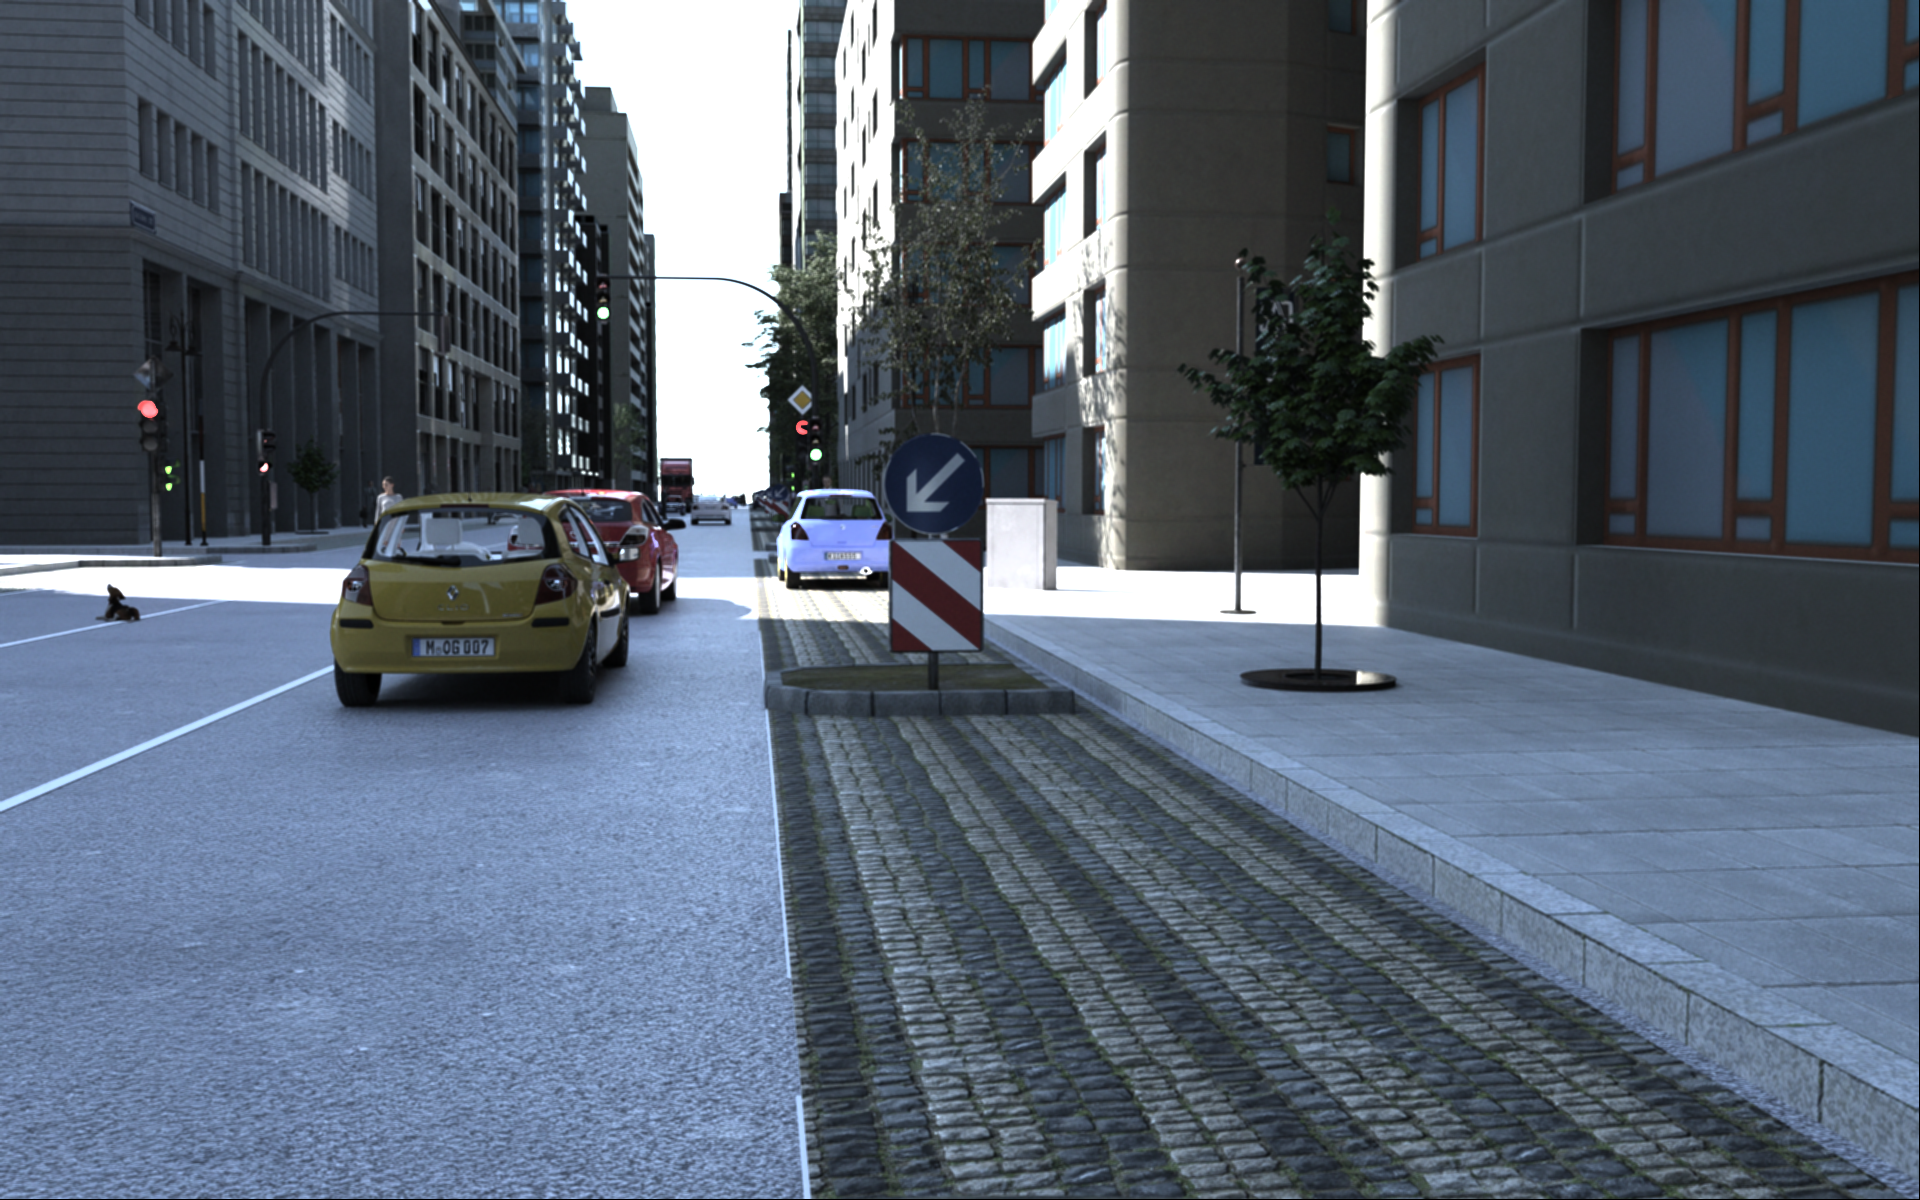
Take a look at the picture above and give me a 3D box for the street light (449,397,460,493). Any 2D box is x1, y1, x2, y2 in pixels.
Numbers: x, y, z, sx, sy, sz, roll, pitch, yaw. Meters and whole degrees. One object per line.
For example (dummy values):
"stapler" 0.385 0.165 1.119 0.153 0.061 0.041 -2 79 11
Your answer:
"street light" -24.196 -6.722 82.697 0.468 5.910 1.993 0 4 -7

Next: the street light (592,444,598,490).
"street light" -33.412 -11.362 158.555 0.468 5.910 1.993 0 4 -7

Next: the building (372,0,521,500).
"building" -34.619 -17.371 88.525 19.350 26.468 34.151 0 4 -7

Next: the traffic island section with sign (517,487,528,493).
"traffic island section with sign" -23.330 -5.133 92.559 1.989 1.847 2.006 0 4 -7

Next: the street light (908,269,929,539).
"street light" -0.950 -3.835 35.491 0.468 5.910 1.993 0 4 -7

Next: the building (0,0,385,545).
"building" -27.800 -17.073 56.641 11.434 29.767 29.804 0 4 -7

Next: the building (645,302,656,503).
"building" -51.555 -29.240 249.772 14.160 30.474 14.107 0 4 -7

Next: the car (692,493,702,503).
"car" -24.237 -9.089 158.393 2.009 1.686 4.222 0 4 -7

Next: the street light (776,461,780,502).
"street light" -20.496 -13.593 195.039 0.468 5.910 1.993 0 4 -7

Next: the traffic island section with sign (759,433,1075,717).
"traffic island section with sign" -0.363 -0.208 12.033 1.989 1.847 2.006 0 4 -7

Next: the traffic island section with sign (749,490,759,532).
"traffic island section with sign" -7.051 -3.549 66.652 1.989 1.847 2.006 0 4 -7

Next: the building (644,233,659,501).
"building" -53.509 -35.461 263.380 14.154 41.232 14.086 0 4 -7

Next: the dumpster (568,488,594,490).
"dumpster" -26.680 -6.957 121.969 1.865 1.857 1.264 -1 4 -8

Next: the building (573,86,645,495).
"building" -50.041 -35.800 209.033 21.300 48.544 21.600 0 4 -7

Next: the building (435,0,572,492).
"building" -45.706 -26.622 127.144 32.217 40.220 23.993 0 4 -7

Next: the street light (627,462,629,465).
"street light" -38.714 -14.005 201.767 0.468 5.910 1.993 0 4 -7

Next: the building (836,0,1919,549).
"building" 11.060 -13.005 57.668 28.899 21.520 27.650 0 4 -7

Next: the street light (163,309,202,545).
"street light" -19.393 -4.316 43.352 0.468 5.910 1.993 0 4 -7

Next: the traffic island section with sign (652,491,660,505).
"traffic island section with sign" -39.460 -13.183 224.164 1.989 1.847 2.006 0 4 -7

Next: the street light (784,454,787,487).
"street light" -15.703 -11.223 156.286 0.468 5.910 1.993 0 4 -7

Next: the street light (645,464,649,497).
"street light" -43.472 -16.388 240.724 0.468 5.910 1.993 0 4 -7

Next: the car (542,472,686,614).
"car" -4.611 -0.796 22.056 2.155 1.783 4.494 0 4 -5

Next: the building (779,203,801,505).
"building" -11.038 -24.643 174.621 14.160 30.474 14.107 0 4 -7

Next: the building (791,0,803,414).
"building" -1.142 -34.556 154.232 28.713 52.752 27.495 0 4 -7

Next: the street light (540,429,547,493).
"street light" -28.649 -8.970 119.447 0.468 5.910 1.993 0 4 -7

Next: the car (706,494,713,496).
"car" -35.358 -14.314 245.825 2.131 1.459 4.920 0 4 -8

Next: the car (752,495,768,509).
"car" -18.515 -9.140 162.013 1.945 1.354 3.894 0 4 -8

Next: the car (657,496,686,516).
"car" -19.210 -6.294 115.492 1.945 1.354 3.894 0 4 -7

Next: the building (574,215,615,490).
"building" -43.167 -24.822 177.533 14.160 30.474 14.107 0 4 -7

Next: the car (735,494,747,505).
"car" -28.747 -13.216 225.863 2.009 1.686 4.222 0 4 -5

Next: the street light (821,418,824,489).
"street light" -6.332 -6.533 79.608 0.468 5.910 1.993 0 4 -7

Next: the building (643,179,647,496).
"building" -53.346 -37.125 230.692 21.300 48.544 21.600 0 4 -7

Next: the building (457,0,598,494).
"building" -45.342 -32.703 154.295 23.786 49.044 30.456 0 4 -7

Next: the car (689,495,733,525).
"car" -11.819 -4.279 82.319 2.083 1.381 4.827 0 4 -7

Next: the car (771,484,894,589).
"car" -1.997 -1.090 27.406 1.945 1.707 3.694 -1 4 -9

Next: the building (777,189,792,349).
"building" -19.258 -36.727 250.594 14.600 45.320 14.200 0 4 -7

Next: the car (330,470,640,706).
"car" -3.498 -0.181 13.183 2.015 1.641 3.980 0 4 -6

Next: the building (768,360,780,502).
"building" -11.410 -23.572 230.446 27.650 21.520 28.899 0 4 -7

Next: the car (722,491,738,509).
"car" -23.070 -9.970 172.602 1.945 1.707 3.694 0 4 -8

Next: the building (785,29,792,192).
"building" -18.526 -50.712 267.397 20.563 71.187 20.611 0 4 -7

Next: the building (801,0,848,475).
"building" -5.110 -27.470 132.723 14.154 41.232 14.086 0 4 -7

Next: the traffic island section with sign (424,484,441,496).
"traffic island section with sign" -20.060 -3.497 65.802 1.989 1.847 2.006 0 4 -7
